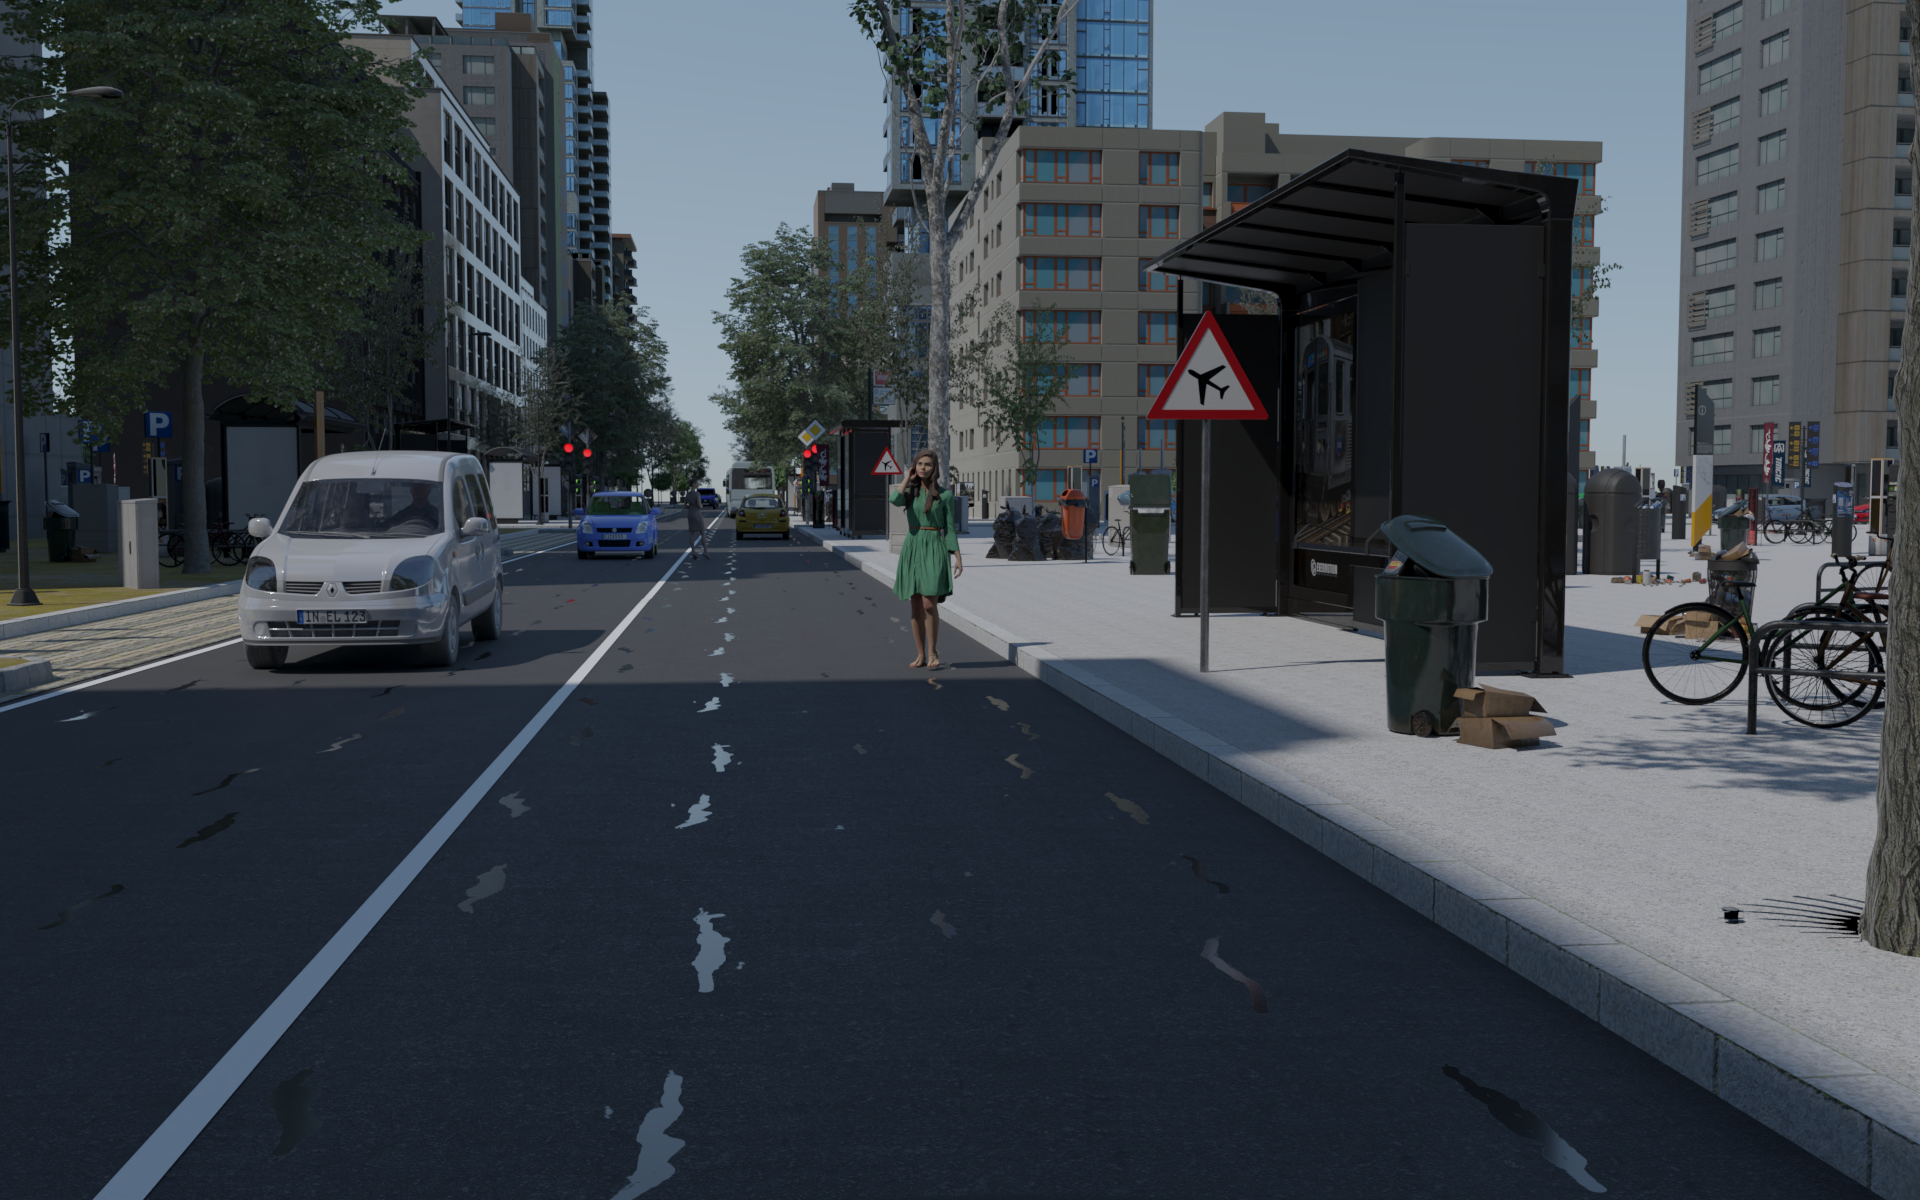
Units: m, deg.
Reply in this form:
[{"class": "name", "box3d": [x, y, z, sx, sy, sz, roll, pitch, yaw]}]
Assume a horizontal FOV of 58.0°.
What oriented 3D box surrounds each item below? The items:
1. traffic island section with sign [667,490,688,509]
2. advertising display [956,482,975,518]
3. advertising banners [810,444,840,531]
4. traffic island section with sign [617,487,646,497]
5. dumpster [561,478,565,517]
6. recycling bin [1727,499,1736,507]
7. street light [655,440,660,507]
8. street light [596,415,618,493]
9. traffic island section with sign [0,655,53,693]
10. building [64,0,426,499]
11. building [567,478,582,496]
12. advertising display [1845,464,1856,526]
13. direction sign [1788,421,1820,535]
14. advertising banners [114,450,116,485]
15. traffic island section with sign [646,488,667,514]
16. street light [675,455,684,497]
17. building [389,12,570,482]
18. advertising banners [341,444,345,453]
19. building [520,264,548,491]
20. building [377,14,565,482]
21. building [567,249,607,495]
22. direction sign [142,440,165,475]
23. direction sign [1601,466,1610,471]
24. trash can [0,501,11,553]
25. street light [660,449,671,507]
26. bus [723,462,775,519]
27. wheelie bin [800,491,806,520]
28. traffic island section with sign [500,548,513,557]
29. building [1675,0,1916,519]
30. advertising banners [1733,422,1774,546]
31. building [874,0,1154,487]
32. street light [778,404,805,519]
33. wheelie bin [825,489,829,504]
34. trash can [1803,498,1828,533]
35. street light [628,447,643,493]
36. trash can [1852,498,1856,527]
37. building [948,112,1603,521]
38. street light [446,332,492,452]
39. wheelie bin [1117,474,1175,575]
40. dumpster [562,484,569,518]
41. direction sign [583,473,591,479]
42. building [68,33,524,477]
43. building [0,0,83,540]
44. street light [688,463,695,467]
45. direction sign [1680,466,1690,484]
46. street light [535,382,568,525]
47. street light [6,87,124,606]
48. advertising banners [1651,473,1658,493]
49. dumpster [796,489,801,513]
[{"class": "traffic island section with sign", "box3d": [-28.093, -9.898, 170.463, 1.989, 1.847, 2.006, 0, 4, -7]}, {"class": "advertising display", "box3d": [0.279, -5.278, 91.514, 0.974, 1.923, 0.123, 0, 4, 7]}, {"class": "advertising banners", "box3d": [-4.556, -4.182, 64.563, 2.074, 3.025, 0.090, -1, 4, -14]}, {"class": "traffic island section with sign", "box3d": [-18.404, -5.269, 94.778, 1.989, 1.847, 2.006, 0, 4, -7]}, {"class": "dumpster", "box3d": [-22.714, -5.783, 97.050, 1.502, 2.255, 1.985, 0, 4, -7]}, {"class": "recycling bin", "box3d": [39.549, -4.649, 88.572, 0.722, 1.027, 0.722, -1, 4, -11]}, {"class": "street light", "box3d": [-26.608, -10.720, 147.817, 1.470, 5.913, 1.316, 0, 4, -7]}, {"class": "street light", "box3d": [-20.766, -7.898, 101.665, 1.470, 5.913, 1.316, 0, 4, -7]}, {"class": "traffic island section with sign", "box3d": [-7.888, -0.247, 12.661, 1.989, 1.847, 2.006, 0, 4, -7]}, {"class": "building", "box3d": [-34.068, -15.611, 84.925, 12.332, 23.373, 15.834, 0, 4, -7]}, {"class": "building", "box3d": [-56.504, -30.064, 183.426, 32.217, 40.220, 23.993, 0, 4, -7]}, {"class": "advertising display", "box3d": [19.129, -1.960, 37.258, 0.123, 1.923, 0.974, 2, 4, 32]}, {"class": "direction sign", "box3d": [26.299, -3.795, 54.045, 0.876, 3.537, 0.379, 3, 4, 37]}, {"class": "advertising banners", "box3d": [-34.165, -4.520, 70.089, 0.090, 3.025, 2.074, -2, 4, -25]}, {"class": "traffic island section with sign", "box3d": [-21.853, -6.919, 121.754, 1.989, 1.847, 2.006, 0, 4, -7]}, {"class": "street light", "box3d": [-34.288, -14.408, 208.109, 1.470, 5.913, 1.316, 0, 4, -7]}, {"class": "building", "box3d": [-45.197, -31.522, 165.496, 14.600, 45.320, 14.200, 0, 4, -7]}, {"class": "advertising banners", "box3d": [-21.815, -3.954, 60.828, 0.090, 3.025, 2.074, -2, 4, -30]}, {"class": "building", "box3d": [-38.612, -17.198, 135.937, 10.420, 20.320, 16.860, 0, 4, -7]}, {"class": "building", "box3d": [-42.706, -28.631, 151.707, 14.154, 41.232, 14.086, 0, 4, -7]}, {"class": "building", "box3d": [-49.374, -26.461, 204.341, 14.160, 30.474, 14.107, 0, 4, -7]}, {"class": "direction sign", "box3d": [-33.852, -4.942, 72.797, 0.876, 3.537, 0.379, -1, 4, -22]}, {"class": "direction sign", "box3d": [52.157, -9.056, 140.067, 0.876, 3.537, 0.379, -1, 4, -18]}, {"class": "trash can", "box3d": [-21.234, -1.615, 38.054, 0.748, 1.137, 0.748, 0, 3, 0]}, {"class": "street light", "box3d": [-30.487, -12.585, 178.311, 1.470, 5.913, 1.316, 0, 4, -7]}, {"class": "bus", "box3d": [-12.768, -6.715, 104.642, 2.948, 3.499, 13.247, -1, 4, -9]}, {"class": "wheelie bin", "box3d": [-7.221, -4.583, 82.846, 0.980, 1.594, 0.693, -2, 4, -35]}, {"class": "traffic island section with sign", "box3d": [-11.373, -1.911, 39.874, 1.989, 1.847, 2.006, 0, 4, -7]}, {"class": "building", "box3d": [48.876, -25.029, 92.813, 14.086, 41.232, 14.154, 0, 4, -7]}, {"class": "advertising banners", "box3d": [19.657, -2.858, 42.919, 0.090, 3.025, 2.074, 0, 4, 1]}, {"class": "building", "box3d": [2.777, -50.164, 132.860, 22.319, 86.520, 31.000, 0, 4, -7]}, {"class": "street light", "box3d": [-8.433, -7.064, 88.037, 1.470, 5.913, 1.316, 0, 4, -7]}, {"class": "wheelie bin", "box3d": [-7.868, -5.882, 104.083, 0.693, 1.594, 0.980, -1, 4, -10]}, {"class": "trash can", "box3d": [28.532, -2.821, 57.781, 0.748, 1.137, 0.748, 0, 3, 0]}, {"class": "street light", "box3d": [-24.604, -9.720, 131.458, 1.470, 5.913, 1.316, 0, 4, -7]}, {"class": "trash can", "box3d": [32.949, -3.232, 64.504, 0.748, 1.137, 0.748, 0, 3, 0]}, {"class": "building", "box3d": [15.364, -15.415, 97.075, 28.899, 21.520, 27.650, 0, 4, -7]}, {"class": "street light", "box3d": [-14.095, -4.716, 49.650, 1.470, 5.913, 1.316, 0, 4, -7]}, {"class": "wheelie bin", "box3d": [2.991, -1.206, 27.623, 0.980, 1.594, 0.693, 0, 4, 2]}, {"class": "dumpster", "box3d": [-21.702, -5.369, 93.538, 1.264, 1.857, 1.865, 0, 4, -7]}, {"class": "direction sign", "box3d": [-19.851, -6.131, 92.237, 0.379, 3.537, 0.876, -3, 4, -36]}, {"class": "building", "box3d": [-39.774, -18.680, 109.937, 19.350, 26.468, 34.151, 0, 4, -7]}, {"class": "building", "box3d": [-36.119, -36.820, 40.264, 20.611, 71.187, 20.563, 0, 4, -7]}, {"class": "street light", "box3d": [-40.982, -17.587, 260.087, 1.470, 5.913, 1.316, 0, 4, -7]}, {"class": "direction sign", "box3d": [54.631, -8.475, 130.564, 0.876, 3.537, 0.379, -1, 4, -22]}, {"class": "street light", "box3d": [-16.924, -6.075, 71.873, 1.470, 5.913, 1.316, 0, 4, -7]}, {"class": "street light", "box3d": [-10.248, -2.894, 19.858, 1.470, 5.913, 1.316, 0, 4, -7]}, {"class": "advertising banners", "box3d": [57.790, -8.998, 143.304, 2.074, 3.025, 0.090, -2, 4, -31]}, {"class": "dumpster", "box3d": [-10.622, -6.926, 118.997, 1.264, 1.857, 1.865, 0, 4, -7]}]
